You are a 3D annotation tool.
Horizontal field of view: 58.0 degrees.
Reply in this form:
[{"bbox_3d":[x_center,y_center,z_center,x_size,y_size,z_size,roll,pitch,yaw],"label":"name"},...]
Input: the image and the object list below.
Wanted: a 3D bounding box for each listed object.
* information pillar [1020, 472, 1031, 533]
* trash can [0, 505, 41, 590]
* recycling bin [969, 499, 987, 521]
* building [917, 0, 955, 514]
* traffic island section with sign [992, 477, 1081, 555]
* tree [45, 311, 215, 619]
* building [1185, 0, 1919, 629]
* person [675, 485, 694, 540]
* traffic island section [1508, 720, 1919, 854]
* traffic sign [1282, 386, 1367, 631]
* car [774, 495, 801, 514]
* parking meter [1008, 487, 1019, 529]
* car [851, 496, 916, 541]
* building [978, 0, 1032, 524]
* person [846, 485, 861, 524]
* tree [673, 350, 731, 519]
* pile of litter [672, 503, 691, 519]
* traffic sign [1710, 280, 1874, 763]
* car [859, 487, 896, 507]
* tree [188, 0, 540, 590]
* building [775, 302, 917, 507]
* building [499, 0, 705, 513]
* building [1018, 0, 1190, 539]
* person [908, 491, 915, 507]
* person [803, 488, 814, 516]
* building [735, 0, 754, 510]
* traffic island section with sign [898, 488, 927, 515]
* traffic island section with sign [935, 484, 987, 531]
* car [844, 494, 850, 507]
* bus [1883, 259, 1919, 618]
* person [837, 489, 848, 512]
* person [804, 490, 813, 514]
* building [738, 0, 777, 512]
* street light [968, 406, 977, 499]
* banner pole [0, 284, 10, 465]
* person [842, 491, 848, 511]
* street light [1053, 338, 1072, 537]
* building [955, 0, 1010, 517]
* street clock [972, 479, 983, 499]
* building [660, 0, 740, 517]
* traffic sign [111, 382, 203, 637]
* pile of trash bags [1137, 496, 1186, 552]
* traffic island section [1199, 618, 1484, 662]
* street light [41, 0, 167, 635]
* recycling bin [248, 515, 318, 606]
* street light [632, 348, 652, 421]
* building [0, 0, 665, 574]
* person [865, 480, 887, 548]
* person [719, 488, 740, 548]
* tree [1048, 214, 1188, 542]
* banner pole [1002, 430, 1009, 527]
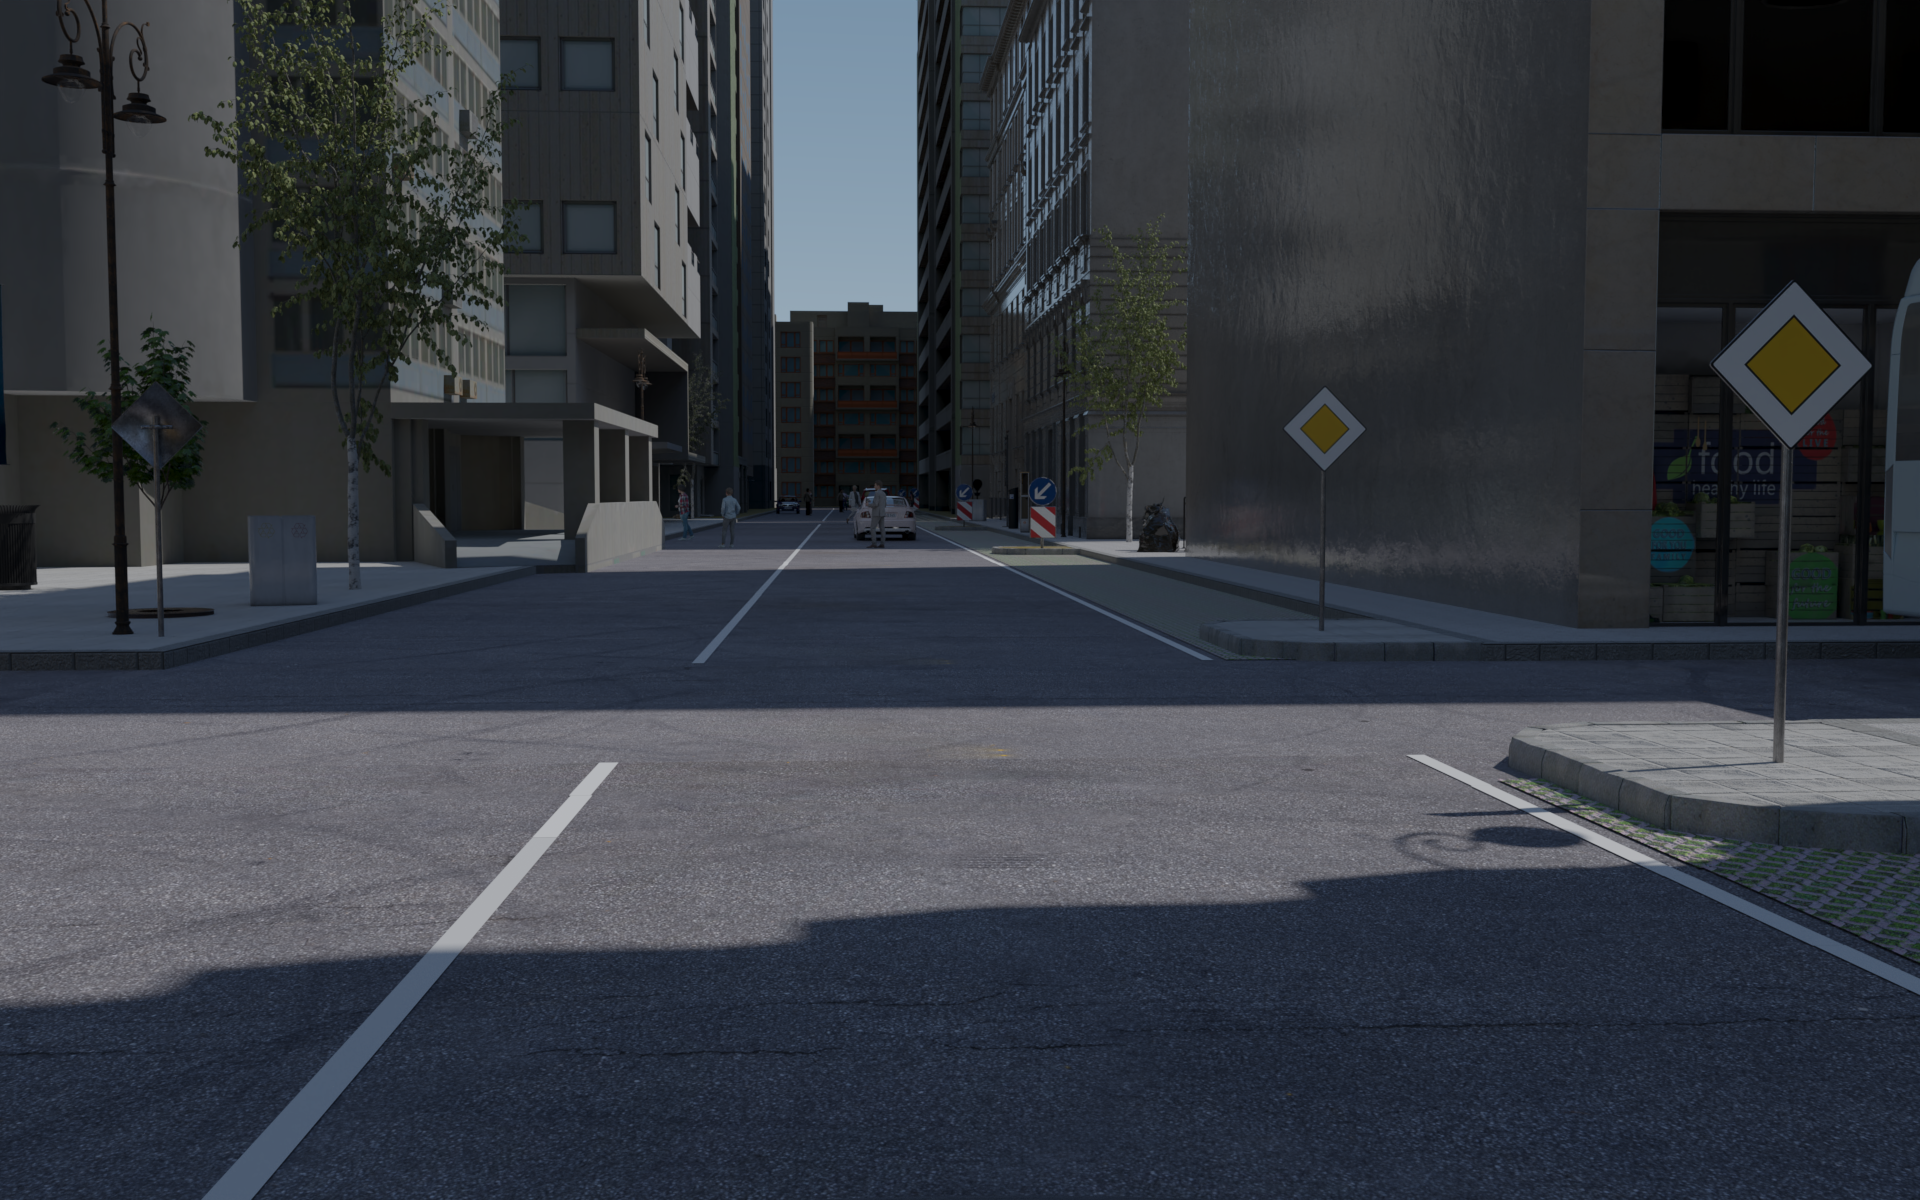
[{"bbox_3d":[2.177,-3.251,57.641,0.304,2.012,0.304,1,4,12],"label":"information pillar"},{"bbox_3d":[-12.736,-0.708,23.235,0.748,1.137,0.748,0,3,0],"label":"trash can"},{"bbox_3d":[0.846,-4.248,82.005,0.722,1.027,0.722,1,4,13],"label":"recycling bin"},{"bbox_3d":[7.601,-31.701,142.014,21.300,48.544,21.600,0,4,-4],"label":"building"},{"bbox_3d":[1.782,-2.004,41.394,1.989,1.847,2.006,0,4,-4],"label":"traffic island section with sign"},{"bbox_3d":[-8.442,-1.454,18.367,1.663,3.219,1.824,0,3,0],"label":"tree"},{"bbox_3d":[22.221,-13.568,26.357,34.151,26.468,19.350,0,4,-4],"label":"building"},{"bbox_3d":[-8.497,-2.703,53.527,0.643,1.720,0.563,-1,4,-19],"label":"person"},{"bbox_3d":[3.934,0.855,8.299,2.009,0.180,2.903,0,4,-4],"label":"traffic island section"},{"bbox_3d":[3.390,-0.767,16.188,0.795,2.450,0.064,0,4,-4],"label":"traffic sign"},{"bbox_3d":[-12.526,-6.944,126.110,1.945,1.354,3.894,0,4,-6],"label":"car"},{"bbox_3d":[1.975,-3.399,63.981,0.372,1.533,0.369,0,3,0],"label":"parking meter"},{"bbox_3d":[-2.403,-2.597,54.821,2.083,1.381,4.827,0,4,-5],"label":"car"},{"bbox_3d":[7.941,-17.233,79.031,12.463,27.353,25.104,0,4,-4],"label":"building"},{"bbox_3d":[-4.993,-4.469,81.450,0.818,1.842,0.514,3,4,37],"label":"person"},{"bbox_3d":[-13.811,-8.393,87.593,4.360,8.622,3.978,0,3,0],"label":"tree"},{"bbox_3d":[-14.252,-4.591,89.027,1.176,0.858,1.719,1,4,16],"label":"pile of litter"},{"bbox_3d":[3.911,-0.280,8.220,0.795,2.450,0.064,0,4,-4],"label":"traffic sign"},{"bbox_3d":[-4.887,-5.664,101.280,2.281,1.827,5.304,0,4,-2],"label":"car"},{"bbox_3d":[-7.948,-4.454,23.190,4.737,8.622,4.395,0,3,0],"label":"tree"},{"bbox_3d":[-10.168,-20.966,187.830,28.899,21.520,27.650,0,4,-4],"label":"building"},{"bbox_3d":[-24.959,-29.367,69.391,28.713,52.752,27.495,0,4,-4],"label":"building"},{"bbox_3d":[7.668,-12.744,57.515,9.793,20.994,18.267,0,4,-4],"label":"building"},{"bbox_3d":[-3.130,-6.214,111.572,0.415,1.643,0.593,-1,4,-19],"label":"person"},{"bbox_3d":[-10.146,-6.564,115.835,0.705,1.823,1.348,-2,4,-35],"label":"person"},{"bbox_3d":[-23.174,-29.444,131.514,14.600,45.320,14.200,0,4,-4],"label":"building"},{"bbox_3d":[-3.235,-6.691,118.023,1.989,1.847,2.006,0,4,-4],"label":"traffic island section with sign"},{"bbox_3d":[0.011,-3.649,68.291,1.989,1.847,2.006,0,4,-4],"label":"traffic island section with sign"},{"bbox_3d":[-10.225,-9.205,162.292,2.131,1.459,4.920,0,4,-5],"label":"car"},{"bbox_3d":[14.007,-1.109,12.996,13.247,3.499,2.948,0,4,-5],"label":"bus"},{"bbox_3d":[-9.278,-7.773,135.591,0.705,1.823,1.348,2,4,32],"label":"person"},{"bbox_3d":[-10.976,-7.084,125.119,0.742,1.727,0.445,1,4,20],"label":"person"},{"bbox_3d":[-27.354,-43.821,154.717,20.611,71.187,20.563,0,4,-4],"label":"building"},{"bbox_3d":[0.660,-7.226,90.929,0.468,5.910,1.993,0,4,-4],"label":"street light"},{"bbox_3d":[-10.225,-1.705,17.889,0.401,3.779,0.863,2,4,27],"label":"banner pole"},{"bbox_3d":[-9.939,-8.497,148.363,0.756,1.711,0.436,0,4,-4],"label":"person"},{"bbox_3d":[3.086,-4.810,51.423,0.468,5.910,1.993,0,4,-4],"label":"street light"},{"bbox_3d":[6.615,-25.562,101.539,14.154,41.232,14.086,0,4,-4],"label":"building"},{"bbox_3d":[0.831,-4.821,83.387,0.471,2.002,0.358,-1,4,-12],"label":"street clock"},{"bbox_3d":[-19.929,-25.258,96.566,14.154,41.232,14.086,0,4,-4],"label":"building"},{"bbox_3d":[-7.183,-0.726,15.520,0.795,2.450,0.064,0,4,-4],"label":"traffic sign"},{"bbox_3d":[5.145,-1.822,39.543,1.912,1.369,3.447,1,4,16],"label":"pile of trash bags"},{"bbox_3d":[3.413,0.368,16.267,2.009,0.180,2.903,0,4,-4],"label":"traffic island section"},{"bbox_3d":[-7.664,-2.623,15.680,0.468,5.910,1.993,0,4,-4],"label":"street light"},{"bbox_3d":[-7.900,-0.467,20.188,0.722,1.027,0.722,-1,4,-23],"label":"recycling bin"},{"bbox_3d":[-10.113,-5.040,55.184,0.468,5.910,1.993,0,4,-4],"label":"street light"},{"bbox_3d":[-23.340,-21.055,36.127,32.217,40.220,23.993,0,4,-4],"label":"building"},{"bbox_3d":[-2.241,-2.290,46.134,0.583,1.804,0.606,1,4,19],"label":"person"},{"bbox_3d":[-6.181,-2.209,46.422,0.589,1.601,0.330,-2,4,-26],"label":"person"},{"bbox_3d":[4.474,-5.855,46.099,4.737,8.622,4.395,0,3,0],"label":"tree"},{"bbox_3d":[1.795,-4.712,67.065,0.401,3.779,0.863,1,4,12],"label":"banner pole"}]
